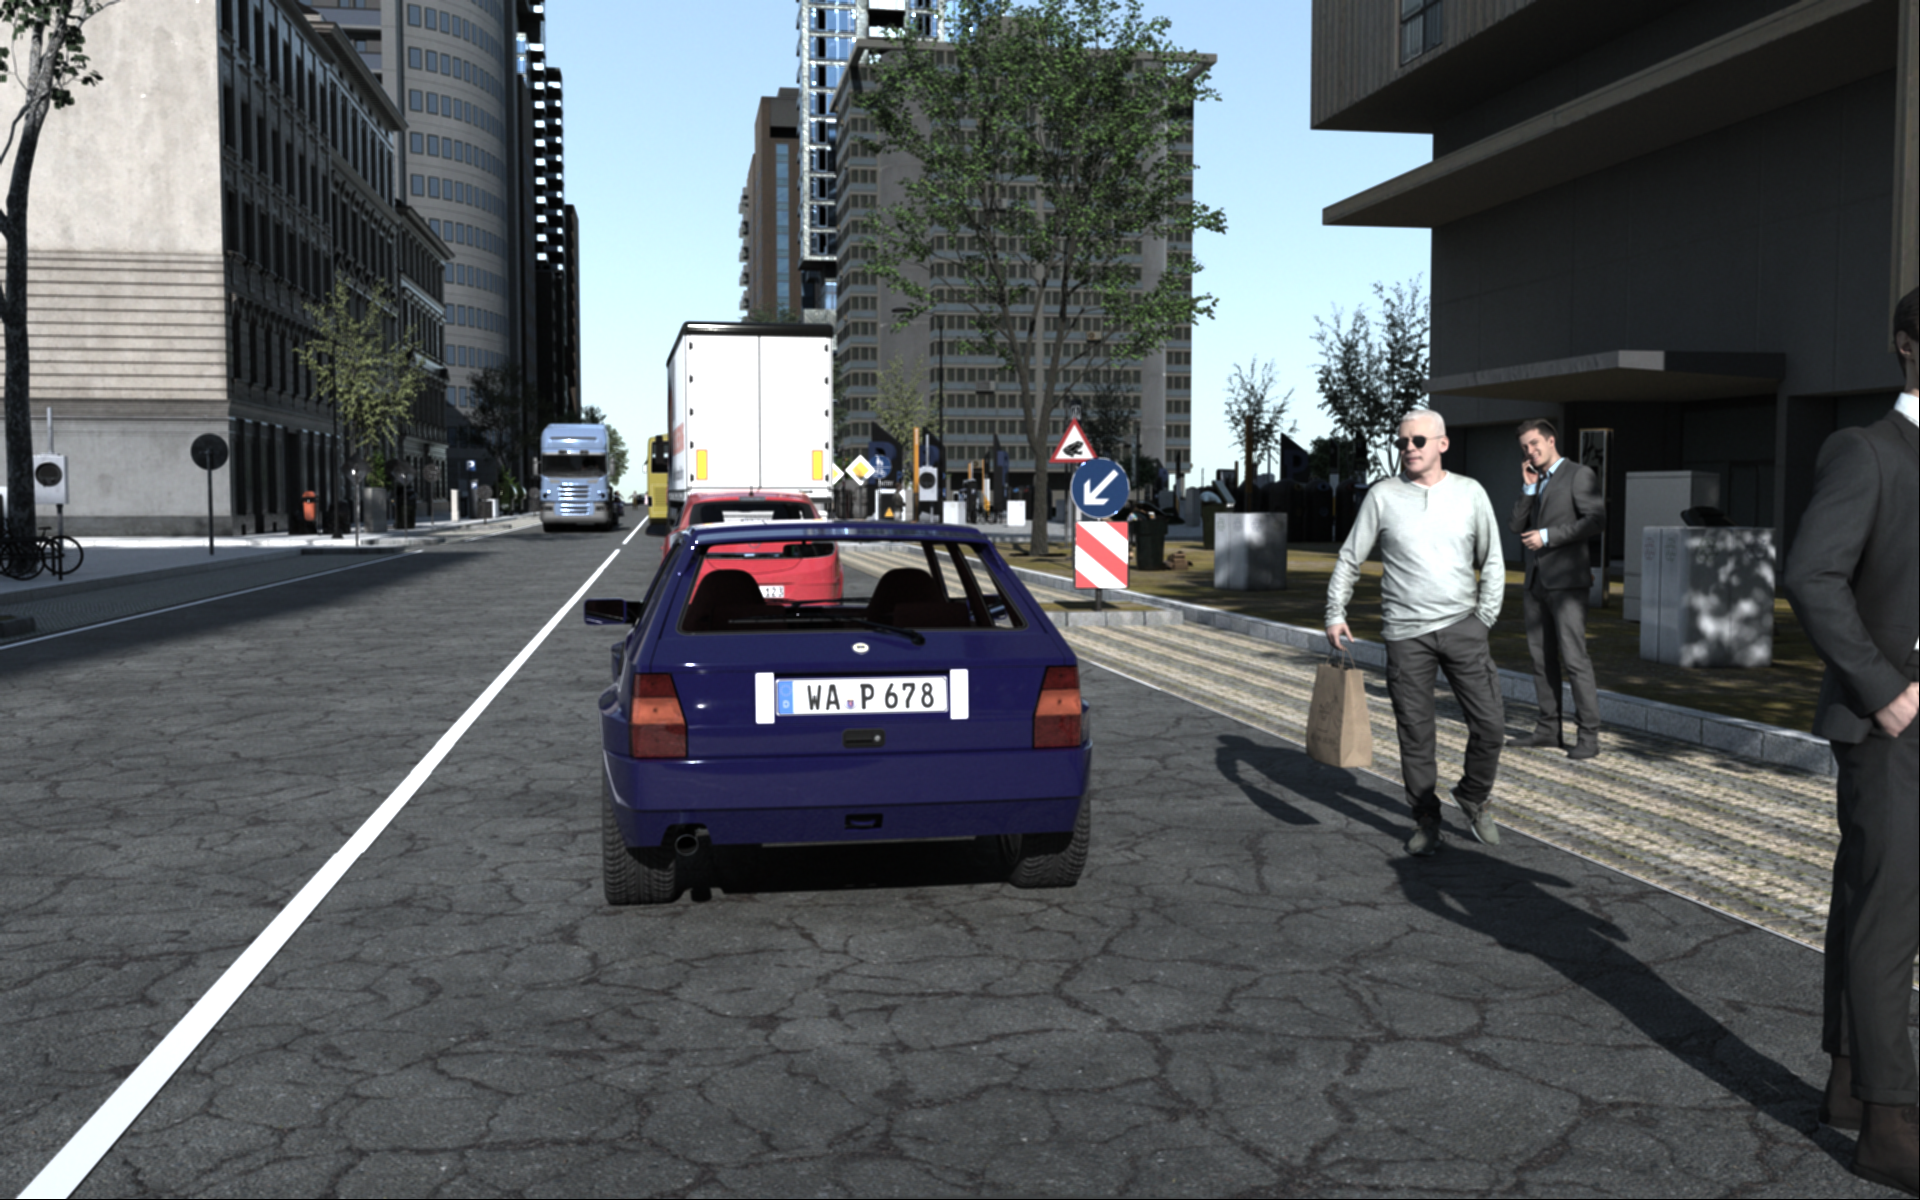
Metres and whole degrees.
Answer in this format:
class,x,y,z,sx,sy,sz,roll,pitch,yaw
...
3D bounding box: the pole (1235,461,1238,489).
class,x,y,z,sx,sy,sz,roll,pitch,yaw
pole,17.045,-6.911,106.830,0.158,3.312,0.155,0,3,0

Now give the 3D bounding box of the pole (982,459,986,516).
class,x,y,z,sx,sy,sz,roll,pitch,yaw
pole,1.398,-6.536,100.703,0.158,3.312,0.155,0,3,0

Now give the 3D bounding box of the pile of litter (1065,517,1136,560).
class,x,y,z,sx,sy,sz,roll,pitch,yaw
pile of litter,2.920,-1.223,33.959,1.719,0.858,1.176,0,4,3

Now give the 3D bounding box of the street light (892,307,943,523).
class,x,y,z,sx,sy,sz,roll,pitch,yaw
street light,-1.010,-4.329,43.325,1.470,5.913,1.316,-1,4,-10

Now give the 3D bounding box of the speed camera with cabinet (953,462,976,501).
class,x,y,z,sx,sy,sz,roll,pitch,yaw
speed camera with cabinet,0.264,-6.880,106.831,0.660,3.252,2.038,-2,4,-27

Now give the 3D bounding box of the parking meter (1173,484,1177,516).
class,x,y,z,sx,sy,sz,roll,pitch,yaw
parking meter,12.602,-5.825,100.950,0.255,1.863,0.399,1,4,21

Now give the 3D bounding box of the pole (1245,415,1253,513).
class,x,y,z,sx,sy,sz,roll,pitch,yaw
pole,7.483,-3.122,44.880,0.158,3.312,0.155,0,3,0

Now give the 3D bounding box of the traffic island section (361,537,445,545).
class,x,y,z,sx,sy,sz,roll,pitch,yaw
traffic island section,-16.010,-1.695,49.995,2.009,0.180,2.903,-1,4,-10

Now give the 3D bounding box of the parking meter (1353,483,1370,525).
class,x,y,z,sx,sy,sz,roll,pitch,yaw
parking meter,9.460,-1.982,40.811,0.372,1.533,0.369,0,3,0

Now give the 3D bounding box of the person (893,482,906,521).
class,x,y,z,sx,sy,sz,roll,pitch,yaw
person,-1.684,-2.400,48.282,0.362,1.759,0.519,-1,4,-9

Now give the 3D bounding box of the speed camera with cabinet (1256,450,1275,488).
class,x,y,z,sx,sy,sz,roll,pitch,yaw
speed camera with cabinet,14.299,-5.164,78.772,2.038,3.252,0.660,-3,5,-44

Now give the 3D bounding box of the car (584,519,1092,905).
class,x,y,z,sx,sy,sz,roll,pitch,yaw
car,-0.648,0.311,7.498,1.945,1.354,3.894,-1,4,-10

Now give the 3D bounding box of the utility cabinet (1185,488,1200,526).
class,x,y,z,sx,sy,sz,roll,pitch,yaw
utility cabinet,9.301,-3.697,69.121,0.318,1.500,1.173,0,4,-7

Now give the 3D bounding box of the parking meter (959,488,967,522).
class,x,y,z,sx,sy,sz,roll,pitch,yaw
parking meter,0.135,-4.270,78.231,0.372,1.533,0.369,0,3,0

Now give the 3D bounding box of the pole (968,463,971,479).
class,x,y,z,sx,sy,sz,roll,pitch,yaw
pole,0.654,-7.367,114.291,0.158,3.312,0.155,0,3,0

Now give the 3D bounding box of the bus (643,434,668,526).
class,x,y,z,sx,sy,sz,roll,pitch,yaw
bus,-11.209,-4.753,69.252,2.896,3.916,12.252,-1,4,-10

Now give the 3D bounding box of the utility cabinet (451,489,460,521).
class,x,y,z,sx,sy,sz,roll,pitch,yaw
utility cabinet,-23.435,-4.392,80.493,0.318,1.500,1.173,-1,4,-11

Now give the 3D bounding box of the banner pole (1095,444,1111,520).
class,x,y,z,sx,sy,sz,roll,pitch,yaw
banner pole,7.191,-5.913,86.701,0.863,3.779,0.401,1,4,20

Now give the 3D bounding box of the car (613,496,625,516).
class,x,y,z,sx,sy,sz,roll,pitch,yaw
car,-22.700,-6.092,112.184,1.945,1.354,3.894,-1,4,-9

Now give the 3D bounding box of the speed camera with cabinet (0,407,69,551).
class,x,y,z,sx,sy,sz,roll,pitch,yaw
speed camera with cabinet,-21.310,-2.739,39.113,2.038,3.252,0.660,-1,4,-19

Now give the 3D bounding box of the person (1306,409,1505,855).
class,x,y,z,sx,sy,sz,roll,pitch,yaw
person,1.797,0.123,6.969,0.782,1.767,0.515,1,4,11

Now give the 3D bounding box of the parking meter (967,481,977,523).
class,x,y,z,sx,sy,sz,roll,pitch,yaw
parking meter,0.543,-4.381,77.341,0.399,1.863,0.255,-2,4,-31

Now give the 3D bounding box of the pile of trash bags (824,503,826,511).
class,x,y,z,sx,sy,sz,roll,pitch,yaw
pile of trash bags,-10.230,-6.760,120.272,1.912,1.369,3.447,-1,4,-18

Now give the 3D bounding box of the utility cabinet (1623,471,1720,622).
class,x,y,z,sx,sy,sz,roll,pitch,yaw
utility cabinet,6.922,-0.501,16.865,0.318,1.500,1.173,-1,4,-8

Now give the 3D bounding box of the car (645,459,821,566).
class,x,y,z,sx,sy,sz,roll,pitch,yaw
car,-2.279,-0.580,18.521,2.155,1.783,4.494,-1,4,-9

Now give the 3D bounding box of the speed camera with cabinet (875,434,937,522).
class,x,y,z,sx,sy,sz,roll,pitch,yaw
speed camera with cabinet,-1.768,-3.846,57.220,2.038,3.252,0.660,0,4,0

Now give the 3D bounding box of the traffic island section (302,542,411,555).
class,x,y,z,sx,sy,sz,roll,pitch,yaw
traffic island section,-14.682,-1.213,42.121,2.009,0.180,2.903,-1,4,-10

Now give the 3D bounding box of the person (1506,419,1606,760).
class,x,y,z,sx,sy,sz,roll,pitch,yaw
person,3.258,-0.076,9.549,0.447,1.846,0.655,-1,4,-21

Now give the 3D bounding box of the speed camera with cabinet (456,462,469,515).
class,x,y,z,sx,sy,sz,roll,pitch,yaw
speed camera with cabinet,-30.019,-6.754,104.766,0.660,3.252,2.038,-2,4,-24

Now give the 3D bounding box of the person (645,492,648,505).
class,x,y,z,sx,sy,sz,roll,pitch,yaw
person,-40.361,-13.088,223.158,0.621,1.740,0.551,-2,4,-25

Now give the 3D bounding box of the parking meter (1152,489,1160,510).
class,x,y,z,sx,sy,sz,roll,pitch,yaw
parking meter,9.244,-4.486,81.762,0.372,1.533,0.369,0,3,0

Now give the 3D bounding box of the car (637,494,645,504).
class,x,y,z,sx,sy,sz,roll,pitch,yaw
car,-44.029,-14.130,240.811,2.009,1.686,4.222,-1,4,-9

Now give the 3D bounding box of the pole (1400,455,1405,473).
class,x,y,z,sx,sy,sz,roll,pitch,yaw
pole,15.977,-4.200,62.514,0.158,3.312,0.155,0,3,0

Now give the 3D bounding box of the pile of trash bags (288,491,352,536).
class,x,y,z,sx,sy,sz,roll,pitch,yaw
pile of trash bags,-20.389,-2.766,54.974,1.912,1.369,3.447,-1,4,-13

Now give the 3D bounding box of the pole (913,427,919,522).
class,x,y,z,sx,sy,sz,roll,pitch,yaw
pole,-1.346,-3.618,53.005,0.158,3.312,0.155,0,3,0

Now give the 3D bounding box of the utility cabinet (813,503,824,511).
class,x,y,z,sx,sy,sz,roll,pitch,yaw
utility cabinet,-6.888,-4.317,81.744,1.020,1.237,0.306,2,4,29

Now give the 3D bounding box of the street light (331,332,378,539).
class,x,y,z,sx,sy,sz,roll,pitch,yaw
street light,-17.392,-4.724,49.778,1.470,5.913,1.316,-1,4,-10

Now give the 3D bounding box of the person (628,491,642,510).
class,x,y,z,sx,sy,sz,roll,pitch,yaw
person,-29.344,-8.999,156.361,1.217,1.736,0.721,0,4,-3

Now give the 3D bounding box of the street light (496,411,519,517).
class,x,y,z,sx,sy,sz,roll,pitch,yaw
street light,-25.345,-7.607,96.916,1.470,5.913,1.316,-1,4,-10

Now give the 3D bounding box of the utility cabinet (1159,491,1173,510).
class,x,y,z,sx,sy,sz,roll,pitch,yaw
utility cabinet,13.660,-6.520,115.273,1.173,1.500,0.318,-2,4,-24

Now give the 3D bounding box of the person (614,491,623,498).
class,x,y,z,sx,sy,sz,roll,pitch,yaw
person,-32.281,-9.434,163.266,1.217,1.766,0.721,1,4,8

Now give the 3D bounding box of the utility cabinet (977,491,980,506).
class,x,y,z,sx,sy,sz,roll,pitch,yaw
utility cabinet,1.055,-7.351,128.866,0.318,1.500,1.173,-2,4,-34

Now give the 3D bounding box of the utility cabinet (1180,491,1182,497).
class,x,y,z,sx,sy,sz,roll,pitch,yaw
utility cabinet,15.333,-6.946,122.253,0.318,1.500,1.173,2,4,28

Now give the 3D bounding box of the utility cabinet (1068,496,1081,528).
class,x,y,z,sx,sy,sz,roll,pitch,yaw
utility cabinet,4.258,-3.286,64.892,0.306,1.237,1.020,-1,4,-15

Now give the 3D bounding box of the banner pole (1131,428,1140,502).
class,x,y,z,sx,sy,sz,roll,pitch,yaw
banner pole,6.598,-4.594,65.124,0.401,3.779,0.863,2,4,31

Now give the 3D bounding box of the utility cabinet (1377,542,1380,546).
class,x,y,z,sx,sy,sz,roll,pitch,yaw
utility cabinet,10.718,-1.919,42.546,0.306,1.237,1.020,-2,4,-33

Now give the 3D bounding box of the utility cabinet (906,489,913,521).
class,x,y,z,sx,sy,sz,roll,pitch,yaw
utility cabinet,-2.170,-4.458,81.560,0.318,1.500,1.173,-3,5,-42

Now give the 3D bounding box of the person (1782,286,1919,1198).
class,x,y,z,sx,sy,sz,roll,pitch,yaw
person,2.110,0.252,3.742,0.474,1.900,0.648,3,5,44

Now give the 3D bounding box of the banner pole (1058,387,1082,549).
class,x,y,z,sx,sy,sz,roll,pitch,yaw
banner pole,2.617,-3.086,40.467,0.401,3.779,0.863,-2,4,-30

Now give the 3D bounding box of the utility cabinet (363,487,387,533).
class,x,y,z,sx,sy,sz,roll,pitch,yaw
utility cabinet,-19.339,-2.976,57.333,0.318,1.500,1.173,0,4,4
